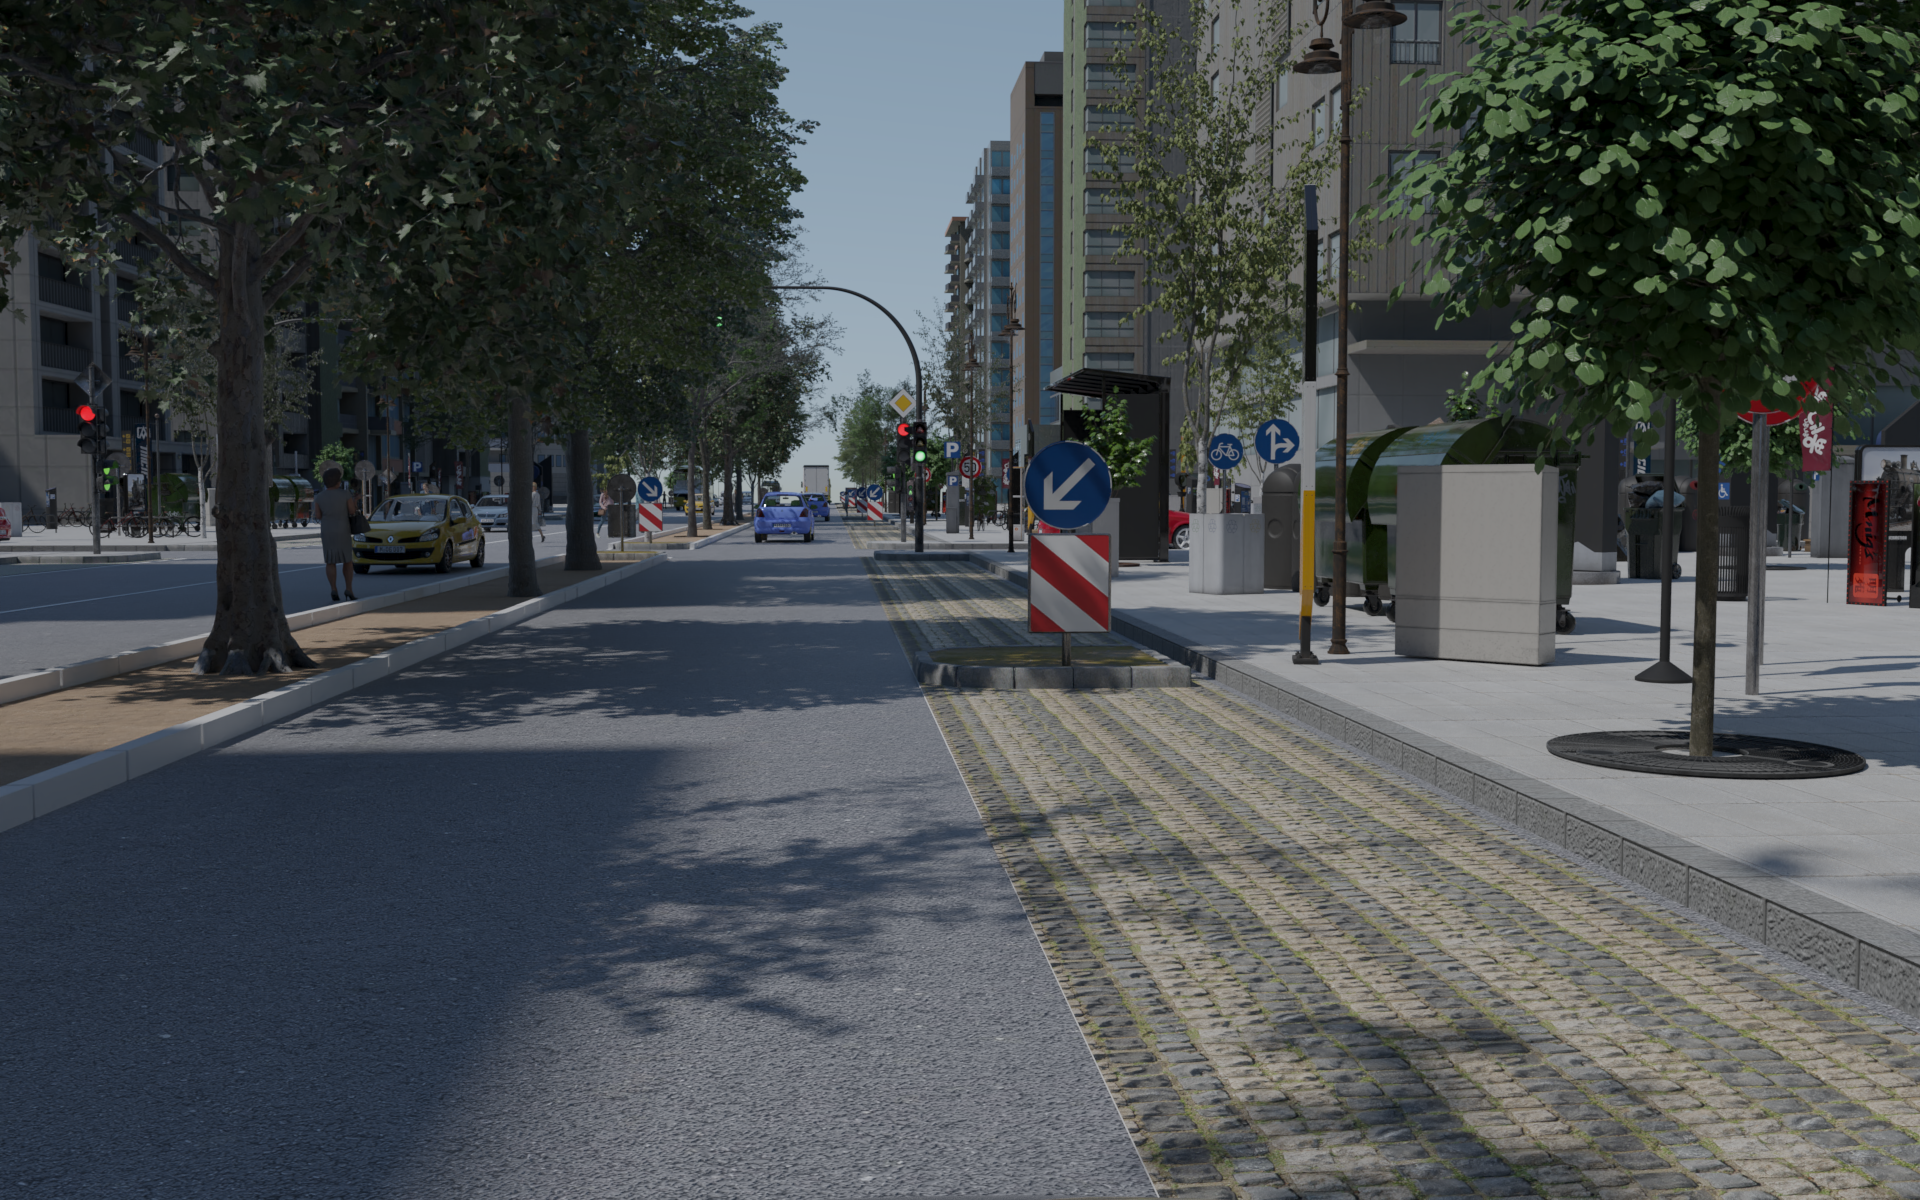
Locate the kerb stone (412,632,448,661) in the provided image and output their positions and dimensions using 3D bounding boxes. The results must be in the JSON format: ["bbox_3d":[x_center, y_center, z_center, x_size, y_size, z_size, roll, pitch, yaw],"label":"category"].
[{"bbox_3d":[-4.726,0.421,15.312,0.120,0.150,1.000,0,4,-4],"label":"kerb stone"}]

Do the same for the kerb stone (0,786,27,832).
[{"bbox_3d":[-4.107,0.922,7.128,0.120,0.150,1.000,0,4,-4],"label":"kerb stone"}]

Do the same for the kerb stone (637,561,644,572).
[{"bbox_3d":[-5.947,-0.576,31.687,0.120,0.150,1.000,0,4,-4],"label":"kerb stone"}]

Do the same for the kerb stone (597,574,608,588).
[{"bbox_3d":[-5.570,-0.267,26.577,0.120,0.150,1.000,0,4,-4],"label":"kerb stone"}]

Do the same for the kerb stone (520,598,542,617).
[{"bbox_3d":[-5.106,0.109,20.431,0.120,0.150,1.000,0,4,-4],"label":"kerb stone"}]

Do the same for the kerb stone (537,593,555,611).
[{"bbox_3d":[-5.186,0.045,21.462,0.120,0.150,1.000,0,4,-4],"label":"kerb stone"}]

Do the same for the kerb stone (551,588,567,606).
[{"bbox_3d":[-5.269,-0.018,22.487,0.120,0.150,1.000,0,4,-4],"label":"kerb stone"}]

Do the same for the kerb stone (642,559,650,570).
[{"bbox_3d":[-6.020,-0.640,32.707,0.120,0.150,1.000,0,4,-4],"label":"kerb stone"}]

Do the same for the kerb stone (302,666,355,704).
[{"bbox_3d":[-4.493,0.609,12.241,0.120,0.150,1.000,0,4,-4],"label":"kerb stone"}]

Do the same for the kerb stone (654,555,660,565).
[{"bbox_3d":[-6.180,-0.769,34.767,0.120,0.150,1.000,0,4,-4],"label":"kerb stone"}]

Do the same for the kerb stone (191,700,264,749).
[{"bbox_3d":[-4.337,0.738,10.197,0.120,0.150,1.000,0,4,-4],"label":"kerb stone"}]

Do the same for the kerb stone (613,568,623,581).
[{"bbox_3d":[-5.727,-0.393,28.621,0.120,0.150,1.000,0,4,-4],"label":"kerb stone"}]

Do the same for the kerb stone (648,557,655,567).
[{"bbox_3d":[-6.111,-0.706,33.736,0.120,0.150,1.000,0,4,-4],"label":"kerb stone"}]

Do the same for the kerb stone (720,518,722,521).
[{"bbox_3d":[-12.232,-3.979,87.259,0.120,0.150,1.000,0,4,-4],"label":"kerb stone"}]

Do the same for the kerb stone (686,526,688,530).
[{"bbox_3d":[-10.697,-2.727,66.774,0.120,0.150,1.000,0,4,-4],"label":"kerb stone"}]

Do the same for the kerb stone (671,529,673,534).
[{"bbox_3d":[-10.231,-2.352,60.653,0.120,0.150,1.000,0,4,-4],"label":"kerb stone"}]

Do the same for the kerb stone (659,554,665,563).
[{"bbox_3d":[-6.260,-0.828,35.787,0.120,0.150,1.000,0,4,-4],"label":"kerb stone"}]

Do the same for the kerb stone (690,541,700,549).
[{"bbox_3d":[-7.000,-1.421,45.490,0.120,0.150,1.000,0,4,-4],"label":"kerb stone"}]

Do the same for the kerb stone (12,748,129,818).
[{"bbox_3d":[-4.186,0.859,8.147,0.120,0.150,1.000,0,4,-4],"label":"kerb stone"}]

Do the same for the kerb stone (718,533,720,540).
[{"bbox_3d":[-7.609,-1.925,53.675,0.120,0.150,1.000,0,4,-4],"label":"kerb stone"}]

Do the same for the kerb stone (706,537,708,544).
[{"bbox_3d":[-7.220,-1.612,48.558,0.120,0.150,1.000,0,4,-4],"label":"kerb stone"}]

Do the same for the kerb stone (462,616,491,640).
[{"bbox_3d":[-4.886,0.296,17.356,0.120,0.150,1.000,0,4,-4],"label":"kerb stone"}]

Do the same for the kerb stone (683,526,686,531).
[{"bbox_3d":[-10.619,-2.664,65.755,0.120,0.150,1.000,0,4,-4],"label":"kerb stone"}]

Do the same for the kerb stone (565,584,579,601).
[{"bbox_3d":[-5.339,-0.080,23.509,0.120,0.150,1.000,0,4,-4],"label":"kerb stone"}]

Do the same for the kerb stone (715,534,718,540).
[{"bbox_3d":[-7.527,-1.863,52.657,0.120,0.150,1.000,0,4,-4],"label":"kerb stone"}]

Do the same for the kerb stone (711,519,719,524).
[{"bbox_3d":[-12.083,-3.852,85.221,0.120,0.150,1.000,0,4,-4],"label":"kerb stone"}]

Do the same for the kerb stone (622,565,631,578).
[{"bbox_3d":[-5.793,-0.455,29.641,0.120,0.150,1.000,0,4,-4],"label":"kerb stone"}]

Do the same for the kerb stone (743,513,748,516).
[{"bbox_3d":[-14.528,-5.857,117.950,0.120,0.150,1.000,0,4,-4],"label":"kerb stone"}]

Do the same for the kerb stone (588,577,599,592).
[{"bbox_3d":[-5.492,-0.203,25.555,0.120,0.150,1.000,0,4,-4],"label":"kerb stone"}]

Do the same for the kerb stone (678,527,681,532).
[{"bbox_3d":[-10.456,-2.539,63.711,0.120,0.150,1.000,0,4,-4],"label":"kerb stone"}]

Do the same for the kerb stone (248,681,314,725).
[{"bbox_3d":[-4.414,0.671,11.221,0.120,0.150,1.000,0,4,-4],"label":"kerb stone"}]

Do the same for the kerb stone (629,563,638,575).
[{"bbox_3d":[-5.872,-0.518,30.667,0.120,0.150,1.000,0,4,-4],"label":"kerb stone"}]

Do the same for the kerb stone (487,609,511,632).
[{"bbox_3d":[-4.951,0.236,18.392,0.120,0.150,1.000,0,4,-4],"label":"kerb stone"}]

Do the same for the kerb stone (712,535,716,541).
[{"bbox_3d":[-7.438,-1.801,51.634,0.120,0.150,1.000,0,4,-4],"label":"kerb stone"}]

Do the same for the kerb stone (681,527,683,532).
[{"bbox_3d":[-10.541,-2.601,64.729,0.120,0.150,1.000,0,4,-4],"label":"kerb stone"}]

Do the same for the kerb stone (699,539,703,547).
[{"bbox_3d":[-7.060,-1.485,46.510,0.120,0.150,1.000,0,4,-4],"label":"kerb stone"}]

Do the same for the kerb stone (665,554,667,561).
[{"bbox_3d":[-6.332,-0.894,36.808,0.120,0.150,1.000,0,4,-4],"label":"kerb stone"}]

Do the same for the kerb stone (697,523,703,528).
[{"bbox_3d":[-11.386,-3.290,76.003,0.120,0.150,1.000,0,4,-4],"label":"kerb stone"}]

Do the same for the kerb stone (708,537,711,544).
[{"bbox_3d":[-7.303,-1.670,49.583,0.120,0.150,1.000,0,4,-4],"label":"kerb stone"}]

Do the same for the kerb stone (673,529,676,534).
[{"bbox_3d":[-10.312,-2.408,61.673,0.120,0.150,1.000,0,4,-4],"label":"kerb stone"}]

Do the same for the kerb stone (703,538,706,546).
[{"bbox_3d":[-7.138,-1.550,47.540,0.120,0.150,1.000,0,4,-4],"label":"kerb stone"}]

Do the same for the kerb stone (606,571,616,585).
[{"bbox_3d":[-5.639,-0.328,27.597,0.120,0.150,1.000,0,4,-4],"label":"kerb stone"}]

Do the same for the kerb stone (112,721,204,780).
[{"bbox_3d":[-4.261,0.797,9.170,0.120,0.150,1.000,0,4,-4],"label":"kerb stone"}]

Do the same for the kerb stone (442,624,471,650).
[{"bbox_3d":[-4.799,0.363,16.337,0.120,0.150,1.000,0,4,-4],"label":"kerb stone"}]

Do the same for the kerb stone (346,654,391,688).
[{"bbox_3d":[-4.567,0.551,13.268,0.120,0.150,1.000,0,4,-4],"label":"kerb stone"}]

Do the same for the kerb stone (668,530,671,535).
[{"bbox_3d":[-10.156,-2.289,59.626,0.120,0.150,1.000,0,4,-4],"label":"kerb stone"}]

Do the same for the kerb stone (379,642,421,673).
[{"bbox_3d":[-4.644,0.485,14.287,0.120,0.150,1.000,0,4,-4],"label":"kerb stone"}]

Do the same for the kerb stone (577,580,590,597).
[{"bbox_3d":[-5.405,-0.143,24.530,0.120,0.150,1.000,0,4,-4],"label":"kerb stone"}]

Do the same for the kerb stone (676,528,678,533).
[{"bbox_3d":[-10.387,-2.477,62.691,0.120,0.150,1.000,0,4,-4],"label":"kerb stone"}]

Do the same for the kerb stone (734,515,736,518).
[{"bbox_3d":[-13.690,-5.167,106.700,0.120,0.150,1.000,0,4,-4],"label":"kerb stone"}]

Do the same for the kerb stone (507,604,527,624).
[{"bbox_3d":[-5.031,0.176,19.411,0.120,0.150,1.000,0,4,-4],"label":"kerb stone"}]

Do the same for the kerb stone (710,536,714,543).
[{"bbox_3d":[-7.368,-1.737,50.606,0.120,0.150,1.000,0,4,-4],"label":"kerb stone"}]
